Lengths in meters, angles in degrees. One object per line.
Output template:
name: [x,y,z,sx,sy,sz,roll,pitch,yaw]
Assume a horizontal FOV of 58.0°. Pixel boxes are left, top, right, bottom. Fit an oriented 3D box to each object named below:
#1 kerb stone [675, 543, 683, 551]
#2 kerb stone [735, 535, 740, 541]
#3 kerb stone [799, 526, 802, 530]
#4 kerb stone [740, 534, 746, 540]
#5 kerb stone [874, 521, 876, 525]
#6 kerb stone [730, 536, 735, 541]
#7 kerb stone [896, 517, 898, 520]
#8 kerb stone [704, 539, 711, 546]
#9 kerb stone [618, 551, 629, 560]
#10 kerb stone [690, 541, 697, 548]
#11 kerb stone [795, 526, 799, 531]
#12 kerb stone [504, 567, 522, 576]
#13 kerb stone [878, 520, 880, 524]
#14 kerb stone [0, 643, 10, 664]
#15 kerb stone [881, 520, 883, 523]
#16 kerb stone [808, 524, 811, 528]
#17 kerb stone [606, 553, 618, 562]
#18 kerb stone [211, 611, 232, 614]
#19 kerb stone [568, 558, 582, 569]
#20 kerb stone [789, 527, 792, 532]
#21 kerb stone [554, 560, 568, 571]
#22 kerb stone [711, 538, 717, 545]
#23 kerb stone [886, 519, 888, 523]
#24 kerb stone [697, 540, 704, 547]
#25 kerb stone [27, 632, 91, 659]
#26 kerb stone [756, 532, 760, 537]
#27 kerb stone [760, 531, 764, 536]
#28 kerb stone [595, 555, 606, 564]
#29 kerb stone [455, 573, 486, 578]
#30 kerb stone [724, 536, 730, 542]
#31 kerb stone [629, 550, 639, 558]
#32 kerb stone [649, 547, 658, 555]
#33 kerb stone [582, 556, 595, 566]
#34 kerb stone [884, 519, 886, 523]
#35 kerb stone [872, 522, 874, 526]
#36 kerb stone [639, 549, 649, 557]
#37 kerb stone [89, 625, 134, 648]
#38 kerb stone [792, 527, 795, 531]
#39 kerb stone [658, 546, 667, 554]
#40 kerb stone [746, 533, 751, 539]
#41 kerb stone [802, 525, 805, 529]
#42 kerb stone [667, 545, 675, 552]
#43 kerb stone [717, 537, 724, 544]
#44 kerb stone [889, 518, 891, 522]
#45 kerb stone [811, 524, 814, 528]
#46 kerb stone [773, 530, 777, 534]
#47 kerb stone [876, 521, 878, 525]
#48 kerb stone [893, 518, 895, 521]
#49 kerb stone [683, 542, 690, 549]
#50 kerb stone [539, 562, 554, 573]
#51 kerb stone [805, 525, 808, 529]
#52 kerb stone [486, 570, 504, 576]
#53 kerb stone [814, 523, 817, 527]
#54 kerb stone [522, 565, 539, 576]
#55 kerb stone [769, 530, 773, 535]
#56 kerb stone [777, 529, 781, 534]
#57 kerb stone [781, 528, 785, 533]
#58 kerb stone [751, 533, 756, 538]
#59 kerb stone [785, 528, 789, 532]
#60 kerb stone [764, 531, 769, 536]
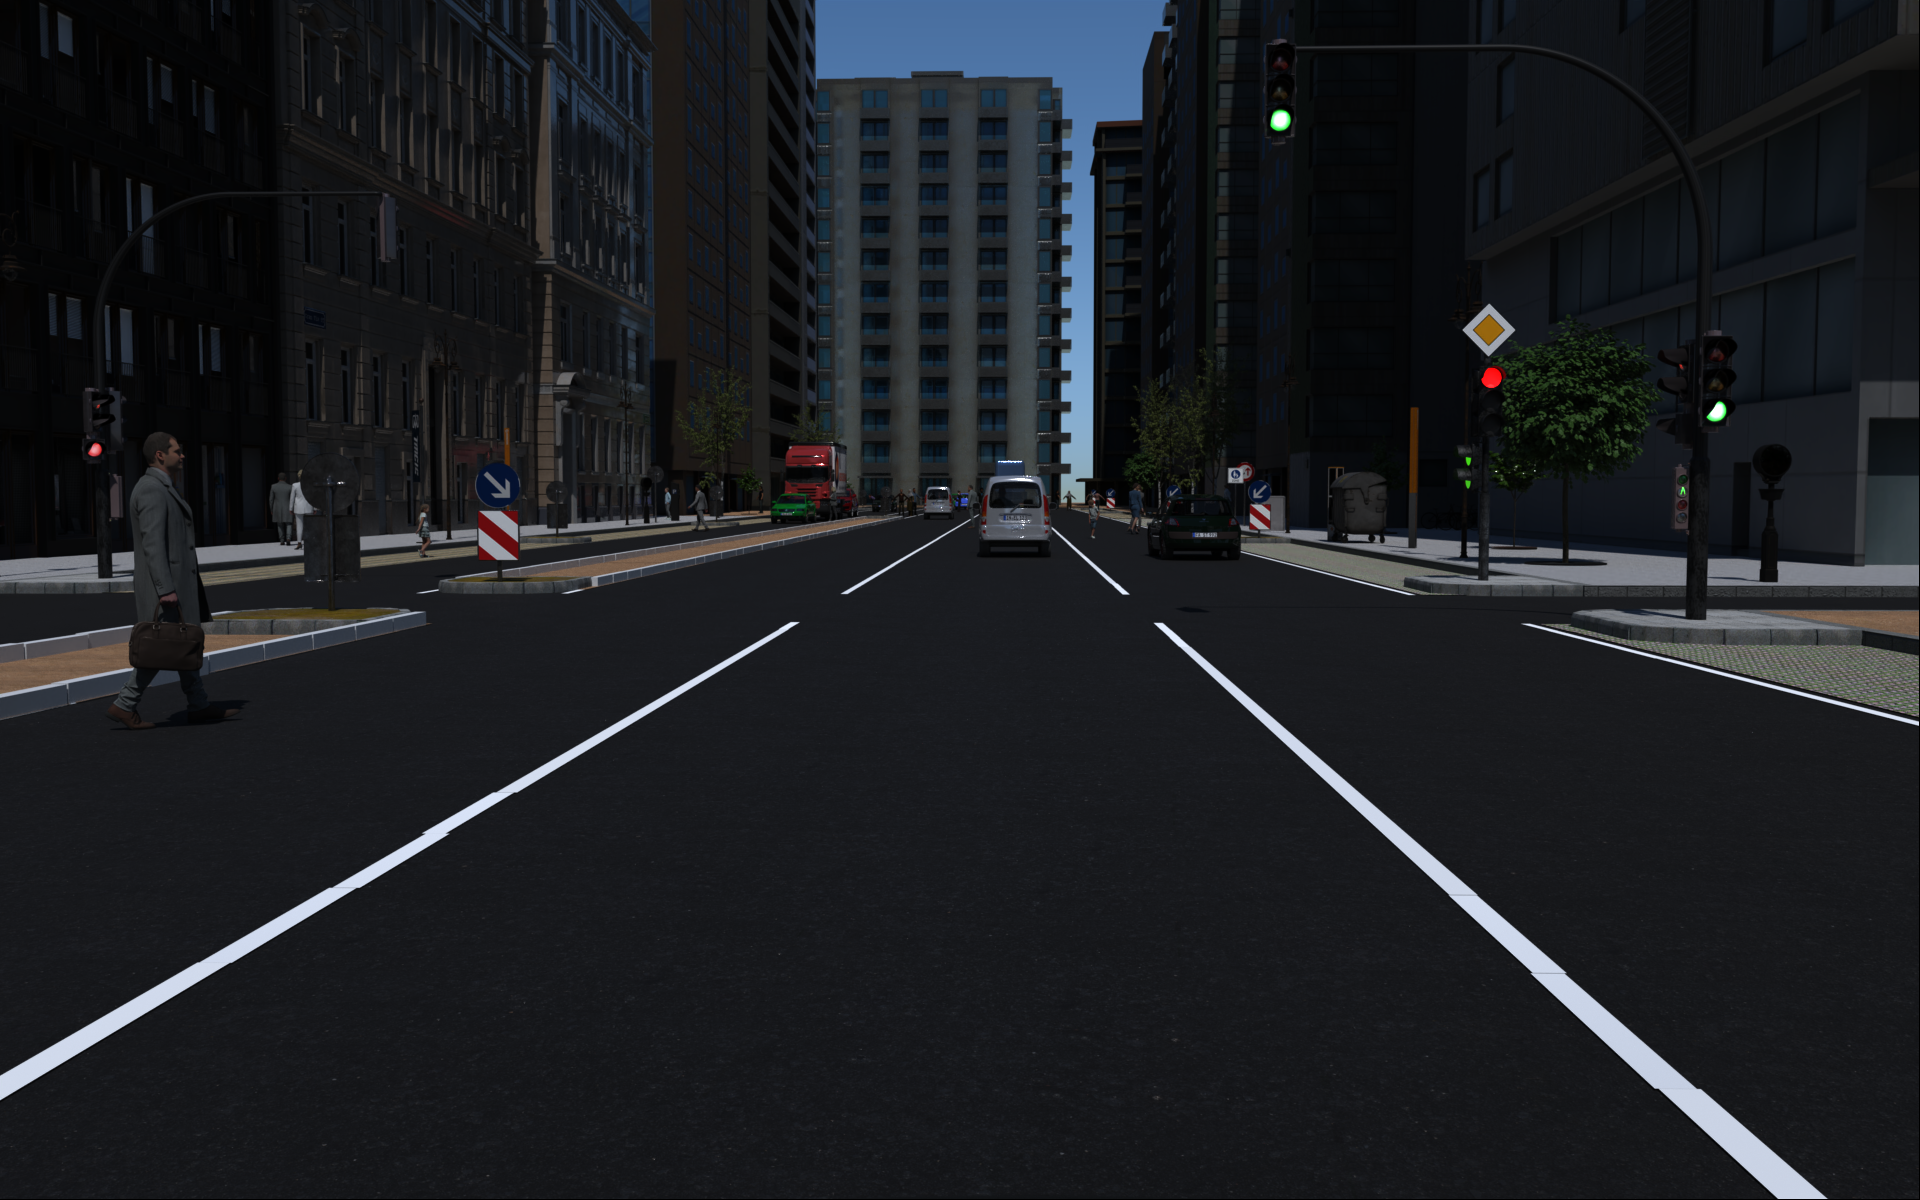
kerb stone: [-7.214,-1.309,43.661,0.120,0.150,1.000,0,4,2]
kerb stone: [-6.921,-1.876,52.890,0.120,0.150,1.000,0,4,2]
kerb stone: [-6.444,-2.818,68.271,0.120,0.150,1.000,0,4,2]
kerb stone: [-6.889,-1.940,53.917,0.120,0.150,1.000,0,4,2]
kerb stone: [-4.020,-3.441,78.483,0.120,0.150,1.000,0,4,2]
kerb stone: [-6.949,-1.815,51.866,0.120,0.150,1.000,0,4,2]
kerb stone: [-3.573,-4.319,92.818,0.120,0.150,1.000,0,4,2]
kerb stone: [-7.077,-1.559,47.763,0.120,0.150,1.000,0,4,2]
kerb stone: [-7.395,-0.936,37.508,0.120,0.150,1.000,0,4,2]
kerb stone: [-7.151,-1.438,45.707,0.120,0.150,1.000,0,4,2]
kerb stone: [-6.475,-2.756,67.249,0.120,0.150,1.000,0,4,2]
kerb stone: [-7.655,-0.433,29.301,0.120,0.150,1.000,0,4,2]
kerb stone: [-3.957,-3.567,80.533,0.120,0.150,1.000,0,4,2]
kerb stone: [-8.121,0.477,14.390,0.120,0.150,1.000,0,4,2]
kerb stone: [-3.903,-3.692,82.577,0.120,0.150,1.000,0,4,2]
kerb stone: [-6.343,-3.002,71.336,0.120,0.150,1.000,0,4,2]
kerb stone: [-7.436,-0.870,36.482,0.120,0.150,1.000,0,4,2]
kerb stone: [-7.991,0.227,18.481,0.120,0.150,1.000,0,4,2]
kerb stone: [-7.531,-0.685,33.403,0.120,0.150,1.000,0,4,2]
kerb stone: [-6.541,-2.625,65.186,0.120,0.150,1.000,0,4,2]
kerb stone: [-7.563,-0.623,32.378,0.120,0.150,1.000,0,4,2]
kerb stone: [-7.051,-1.626,48.792,0.120,0.150,1.000,0,4,2]
kerb stone: [-3.803,-3.881,85.647,0.120,0.150,1.000,0,4,2]
kerb stone: [-7.117,-1.501,46.735,0.120,0.150,1.000,0,4,2]
kerb stone: [-8.083,0.423,15.412,0.120,0.150,1.000,0,4,2]
kerb stone: [-6.803,-2.124,56.983,0.120,0.150,1.000,0,4,2]
kerb stone: [-6.767,-2.186,58.005,0.120,0.150,1.000,0,4,2]
kerb stone: [-7.472,-0.811,35.452,0.120,0.150,1.000,0,4,2]
kerb stone: [-7.719,-0.310,27.258,0.120,0.150,1.000,0,4,2]
kerb stone: [-6.982,-1.752,50.844,0.120,0.150,1.000,0,4,2]
kerb stone: [-7.368,-0.999,38.529,0.120,0.150,1.000,0,4,2]
kerb stone: [-7.305,-1.122,40.587,0.120,0.150,1.000,0,4,2]
kerb stone: [-7.497,-0.748,34.430,0.120,0.150,1.000,0,4,2]
kerb stone: [-3.837,-3.817,84.626,0.120,0.150,1.000,0,4,2]
kerb stone: [-4.054,-3.378,77.460,0.120,0.150,1.000,0,4,2]
kerb stone: [-7.339,-1.062,39.561,0.120,0.150,1.000,0,4,2]
kerb stone: [-8.061,0.353,16.434,0.120,0.150,1.000,0,4,2]
kerb stone: [-6.510,-2.692,66.216,0.120,0.150,1.000,0,4,2]
kerb stone: [-7.272,-1.188,41.612,0.120,0.150,1.000,0,4,2]
kerb stone: [-6.858,-2.001,54.939,0.120,0.150,1.000,0,4,2]
kerb stone: [-6.412,-2.877,69.293,0.120,0.150,1.000,0,4,2]
kerb stone: [-7.240,-1.249,42.639,0.120,0.150,1.000,0,4,2]
kerb stone: [-7.020,-1.689,49.823,0.120,0.150,1.000,0,4,2]
kerb stone: [-3.737,-4.006,87.698,0.120,0.150,1.000,0,4,2]
kerb stone: [-6.325,-3.068,72.358,0.120,0.150,1.000,0,4,2]
kerb stone: [-6.666,-2.378,61.084,0.120,0.150,1.000,0,4,2]
kerb stone: [-3.994,-3.503,79.505,0.120,0.150,1.000,0,4,2]
kerb stone: [-3.644,-4.194,90.764,0.120,0.150,1.000,0,4,2]
kerb stone: [-7.176,-1.375,44.683,0.120,0.150,1.000,0,4,2]
kerb stone: [-7.594,-0.560,31.353,0.120,0.150,1.000,0,4,2]
kerb stone: [-6.382,-2.943,70.315,0.120,0.150,1.000,0,4,2]
kerb stone: [-7.692,-0.372,28.280,0.120,0.150,1.000,0,4,2]
kerb stone: [-6.286,-3.131,73.385,0.120,0.150,1.000,0,4,2]
kerb stone: [-7.620,-0.495,30.326,0.120,0.150,1.000,0,4,2]
kerb stone: [-6.700,-2.316,60.056,0.120,0.150,1.000,0,4,2]
kerb stone: [-6.635,-2.440,62.116,0.120,0.150,1.000,0,4,2]
kerb stone: [-6.607,-2.498,63.140,0.120,0.150,1.000,0,4,2]
kerb stone: [-6.823,-2.065,55.961,0.120,0.150,1.000,0,4,2]
kerb stone: [-6.570,-2.567,64.164,0.120,0.150,1.000,0,4,2]
kerb stone: [-6.726,-2.253,59.030,0.120,0.150,1.000,0,4,2]
